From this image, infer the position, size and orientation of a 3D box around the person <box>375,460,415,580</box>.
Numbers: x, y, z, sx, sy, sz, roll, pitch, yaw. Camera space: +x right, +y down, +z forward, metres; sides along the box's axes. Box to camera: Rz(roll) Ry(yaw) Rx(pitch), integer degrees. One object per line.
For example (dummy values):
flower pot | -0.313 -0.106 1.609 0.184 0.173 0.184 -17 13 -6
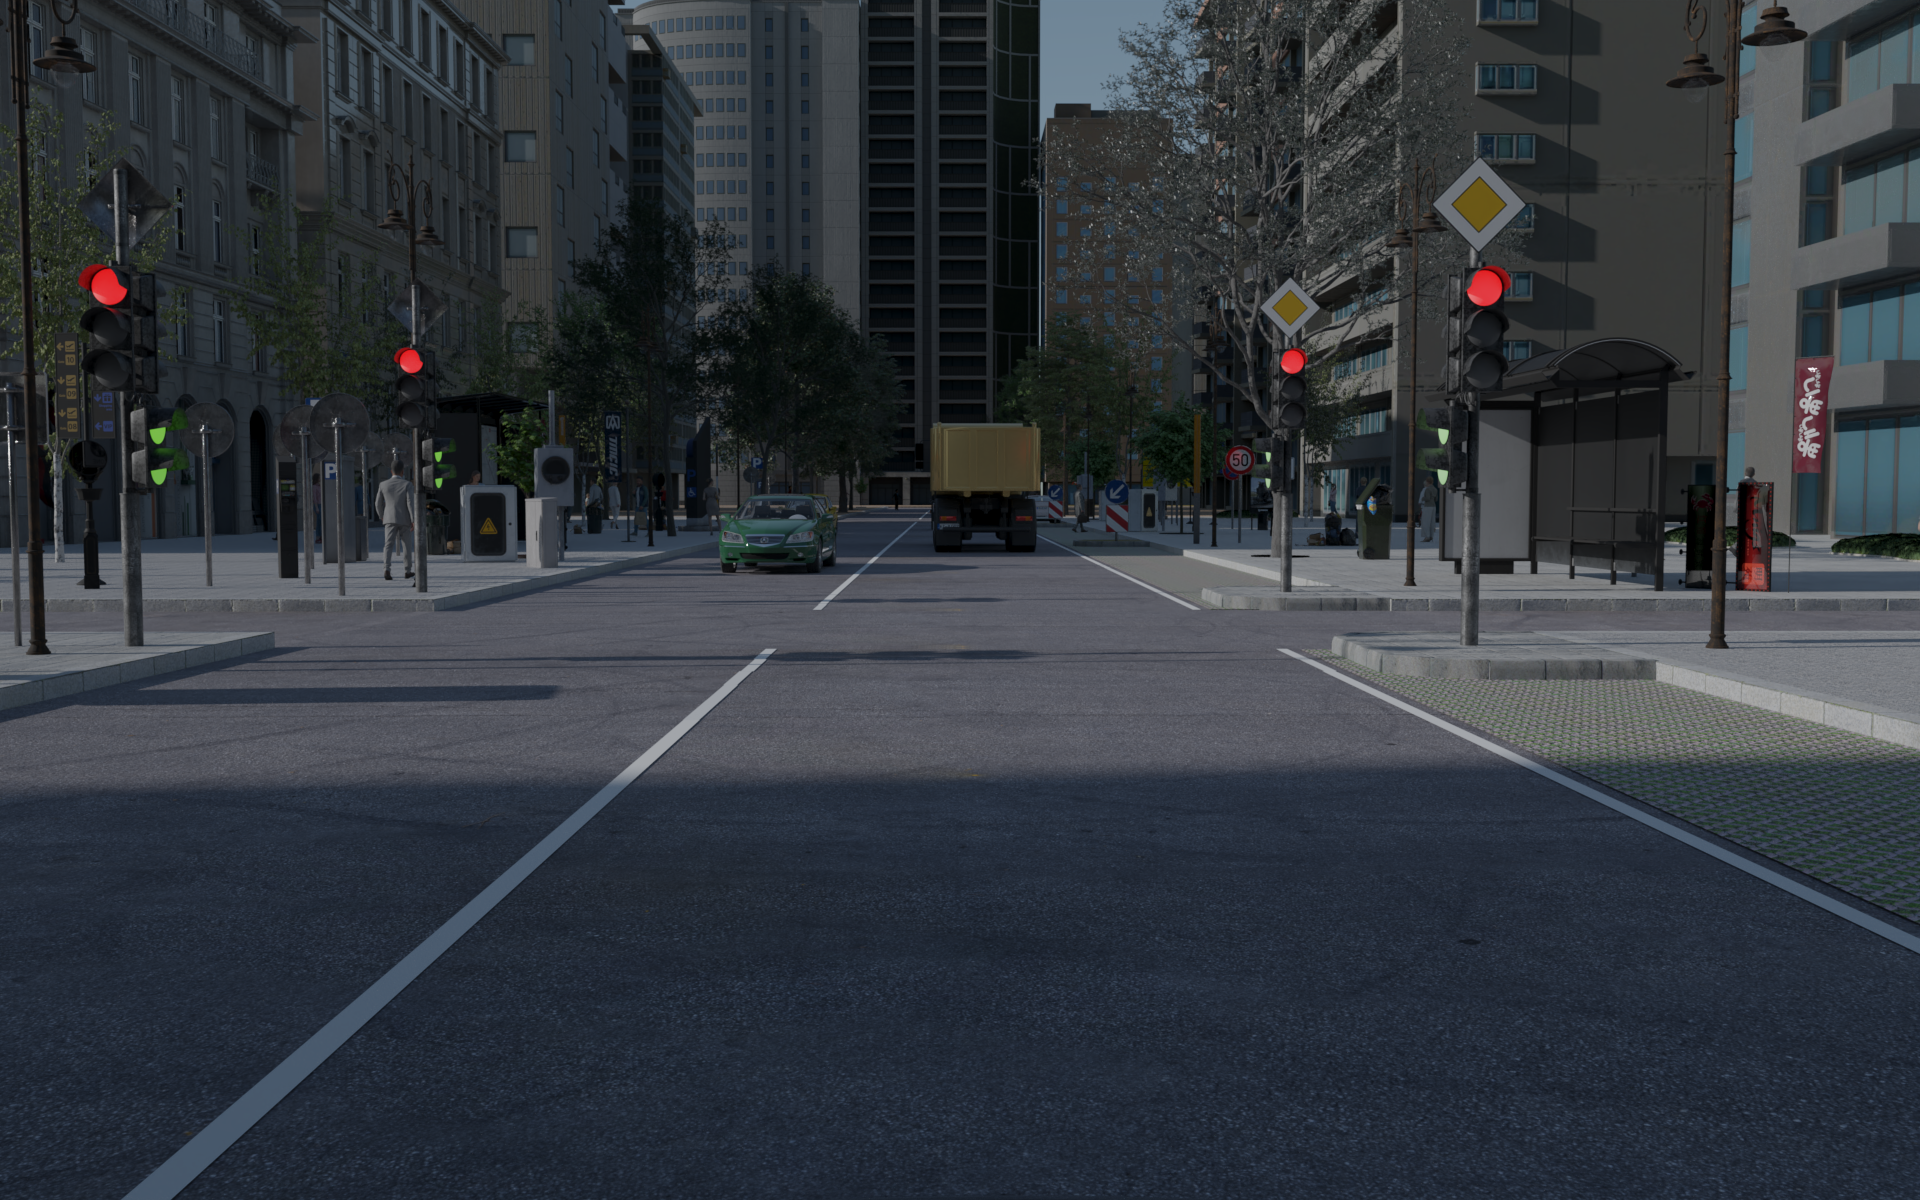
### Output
person | -8.457 -1.204 26.002 0.678 1.792 0.850 0 3 0

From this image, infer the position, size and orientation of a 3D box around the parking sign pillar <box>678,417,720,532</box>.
parking sign pillar | -9.023 -4.360 59.765 1.447 3.967 1.447 1 4 13

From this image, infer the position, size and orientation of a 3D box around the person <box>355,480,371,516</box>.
person | -20.499 -3.259 59.358 0.581 1.822 0.654 -1 4 -12

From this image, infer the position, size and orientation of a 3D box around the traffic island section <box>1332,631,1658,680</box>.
traffic island section | 4.346 0.463 14.708 2.009 0.180 2.903 0 4 0

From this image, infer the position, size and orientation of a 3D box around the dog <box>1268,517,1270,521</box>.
dog | 14.588 -3.983 82.854 0.550 0.427 0.748 1 4 21

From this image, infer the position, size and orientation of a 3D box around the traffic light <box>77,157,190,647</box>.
traffic light | -6.955 -1.565 14.503 0.839 4.253 0.868 0 4 0

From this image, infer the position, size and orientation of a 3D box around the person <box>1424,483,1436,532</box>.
person | 15.735 -3.152 58.129 0.362 1.759 0.519 -3 4 -38

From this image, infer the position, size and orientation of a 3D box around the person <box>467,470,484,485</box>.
person | -10.950 -2.014 39.061 0.616 1.811 0.778 -3 4 -36

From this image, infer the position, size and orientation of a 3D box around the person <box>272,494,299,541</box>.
person | -18.431 -2.498 47.282 0.834 1.777 0.661 2 4 33

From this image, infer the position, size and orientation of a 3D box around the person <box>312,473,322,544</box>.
person | -16.546 -2.365 44.724 0.388 1.821 0.555 -1 4 -13

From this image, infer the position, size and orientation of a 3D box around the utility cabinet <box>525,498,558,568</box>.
utility cabinet | -7.357 -1.179 30.433 0.306 1.237 1.020 -2 4 -29

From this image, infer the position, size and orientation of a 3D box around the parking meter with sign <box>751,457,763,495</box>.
parking meter with sign | -9.455 -5.220 81.613 0.543 3.016 1.738 -1 4 -14

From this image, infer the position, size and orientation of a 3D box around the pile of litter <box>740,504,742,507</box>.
pile of litter | -9.295 -3.806 76.186 1.176 0.858 1.719 0 4 -7

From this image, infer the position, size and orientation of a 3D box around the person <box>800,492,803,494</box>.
person | -11.165 -6.911 122.300 0.557 1.426 1.065 1 4 12

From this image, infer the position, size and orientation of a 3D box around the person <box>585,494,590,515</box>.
person | -19.648 -4.952 91.257 0.590 1.304 0.306 -2 4 -28

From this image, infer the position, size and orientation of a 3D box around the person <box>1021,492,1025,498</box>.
person | 5.352 -8.699 148.347 0.705 1.814 1.350 2 4 25

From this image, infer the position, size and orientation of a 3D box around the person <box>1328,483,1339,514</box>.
person | 16.534 -4.268 76.423 0.643 1.750 0.593 0 4 5

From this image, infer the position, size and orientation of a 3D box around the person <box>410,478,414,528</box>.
person | -19.304 -3.400 61.478 0.661 1.843 0.795 2 4 26

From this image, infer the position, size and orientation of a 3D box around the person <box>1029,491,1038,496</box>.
person | 6.617 -9.135 155.926 0.617 1.759 0.750 1 4 22

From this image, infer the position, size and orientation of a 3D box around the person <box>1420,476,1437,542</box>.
person | 12.510 -2.427 46.278 0.519 1.759 0.362 -3 5 -43

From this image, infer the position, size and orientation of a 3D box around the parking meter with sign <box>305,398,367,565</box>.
parking meter with sign | -11.563 -2.202 32.265 0.543 3.016 1.738 0 3 0

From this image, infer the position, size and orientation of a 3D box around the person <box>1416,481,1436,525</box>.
person | 19.485 -4.059 72.289 0.818 1.842 0.514 1 4 21

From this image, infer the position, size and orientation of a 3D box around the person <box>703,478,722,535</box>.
person | -7.651 -2.892 53.670 0.599 1.781 0.374 0 4 -1

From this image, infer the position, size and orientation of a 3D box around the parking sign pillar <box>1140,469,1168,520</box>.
parking sign pillar | 9.819 -6.070 87.717 1.447 3.967 1.447 1 4 17

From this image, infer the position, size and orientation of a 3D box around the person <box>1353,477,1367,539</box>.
person | 11.635 -2.659 49.940 0.576 1.772 0.534 1 4 22

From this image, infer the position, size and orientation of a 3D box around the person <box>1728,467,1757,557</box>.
person | 15.893 -1.761 34.930 0.850 1.850 0.679 -1 4 -12

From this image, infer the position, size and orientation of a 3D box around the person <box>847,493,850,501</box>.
person | -10.201 -9.048 154.682 1.217 1.736 0.721 0 4 8

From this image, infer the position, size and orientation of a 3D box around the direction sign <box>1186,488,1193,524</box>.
direction sign | 9.853 -5.015 73.994 0.876 3.537 0.379 2 4 32

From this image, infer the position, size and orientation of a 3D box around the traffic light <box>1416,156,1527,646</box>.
traffic light | 4.306 -1.570 14.594 0.839 4.253 0.868 0 4 0

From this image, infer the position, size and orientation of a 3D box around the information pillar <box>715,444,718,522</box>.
information pillar | -11.293 -5.455 80.539 0.183 3.616 0.504 0 4 -7

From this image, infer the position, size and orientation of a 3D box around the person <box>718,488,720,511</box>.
person | -17.513 -7.218 124.781 0.721 1.735 1.217 -1 4 -20

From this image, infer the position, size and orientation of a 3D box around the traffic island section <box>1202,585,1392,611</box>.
traffic island section | 4.292 -0.025 22.693 2.009 0.180 2.903 0 4 0

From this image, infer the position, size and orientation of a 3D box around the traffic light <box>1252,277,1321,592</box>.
traffic light | 4.252 -2.059 22.579 0.839 4.253 0.868 0 4 0

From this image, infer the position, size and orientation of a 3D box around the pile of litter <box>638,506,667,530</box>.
pile of litter | -10.888 -2.926 61.802 1.176 0.858 1.719 -1 4 -19

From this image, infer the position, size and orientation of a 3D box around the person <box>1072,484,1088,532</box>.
person | 4.475 -3.417 64.467 0.767 1.812 0.694 -1 4 -20

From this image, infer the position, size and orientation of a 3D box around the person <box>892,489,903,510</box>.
person | -5.520 -8.789 151.833 0.705 1.869 1.348 3 5 44

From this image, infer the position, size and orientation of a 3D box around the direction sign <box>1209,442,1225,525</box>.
direction sign | 10.603 -4.913 72.332 0.876 3.537 0.379 0 4 3

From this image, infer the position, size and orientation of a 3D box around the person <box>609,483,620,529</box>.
person | -12.582 -3.487 62.939 0.514 1.842 0.818 1 4 18

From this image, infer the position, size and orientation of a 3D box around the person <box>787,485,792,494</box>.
person | -10.774 -6.376 110.259 0.705 1.831 1.348 2 4 25

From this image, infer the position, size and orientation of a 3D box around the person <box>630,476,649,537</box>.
person | -9.470 -2.779 51.467 0.713 1.824 0.794 -2 4 -29

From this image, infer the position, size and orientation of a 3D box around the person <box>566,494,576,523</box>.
person | -17.427 -4.347 77.286 0.661 1.801 0.590 1 4 17

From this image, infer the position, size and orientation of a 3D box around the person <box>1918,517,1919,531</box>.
person | 8.840 -0.416 15.449 0.503 1.515 0.523 -3 4 -36

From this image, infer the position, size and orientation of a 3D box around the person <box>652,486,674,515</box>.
person | -18.171 -6.122 106.071 1.348 1.831 0.705 -1 4 -14

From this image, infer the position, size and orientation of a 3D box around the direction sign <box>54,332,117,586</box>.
direction sign | -12.273 -1.980 24.366 0.876 3.537 0.379 0 4 7

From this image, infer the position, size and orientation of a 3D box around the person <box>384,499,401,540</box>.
person | -15.798 -2.430 48.375 0.523 1.515 0.503 1 4 17

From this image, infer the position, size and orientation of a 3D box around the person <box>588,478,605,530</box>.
person | -12.625 -3.323 60.215 0.795 1.843 0.661 2 4 26

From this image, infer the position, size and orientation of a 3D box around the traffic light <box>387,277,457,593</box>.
traffic light | -7.009 -2.053 22.488 0.839 4.253 0.868 0 4 0

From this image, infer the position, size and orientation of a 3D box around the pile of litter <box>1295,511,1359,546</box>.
pile of litter | 9.134 -1.779 43.049 1.719 0.858 1.176 0 4 3
